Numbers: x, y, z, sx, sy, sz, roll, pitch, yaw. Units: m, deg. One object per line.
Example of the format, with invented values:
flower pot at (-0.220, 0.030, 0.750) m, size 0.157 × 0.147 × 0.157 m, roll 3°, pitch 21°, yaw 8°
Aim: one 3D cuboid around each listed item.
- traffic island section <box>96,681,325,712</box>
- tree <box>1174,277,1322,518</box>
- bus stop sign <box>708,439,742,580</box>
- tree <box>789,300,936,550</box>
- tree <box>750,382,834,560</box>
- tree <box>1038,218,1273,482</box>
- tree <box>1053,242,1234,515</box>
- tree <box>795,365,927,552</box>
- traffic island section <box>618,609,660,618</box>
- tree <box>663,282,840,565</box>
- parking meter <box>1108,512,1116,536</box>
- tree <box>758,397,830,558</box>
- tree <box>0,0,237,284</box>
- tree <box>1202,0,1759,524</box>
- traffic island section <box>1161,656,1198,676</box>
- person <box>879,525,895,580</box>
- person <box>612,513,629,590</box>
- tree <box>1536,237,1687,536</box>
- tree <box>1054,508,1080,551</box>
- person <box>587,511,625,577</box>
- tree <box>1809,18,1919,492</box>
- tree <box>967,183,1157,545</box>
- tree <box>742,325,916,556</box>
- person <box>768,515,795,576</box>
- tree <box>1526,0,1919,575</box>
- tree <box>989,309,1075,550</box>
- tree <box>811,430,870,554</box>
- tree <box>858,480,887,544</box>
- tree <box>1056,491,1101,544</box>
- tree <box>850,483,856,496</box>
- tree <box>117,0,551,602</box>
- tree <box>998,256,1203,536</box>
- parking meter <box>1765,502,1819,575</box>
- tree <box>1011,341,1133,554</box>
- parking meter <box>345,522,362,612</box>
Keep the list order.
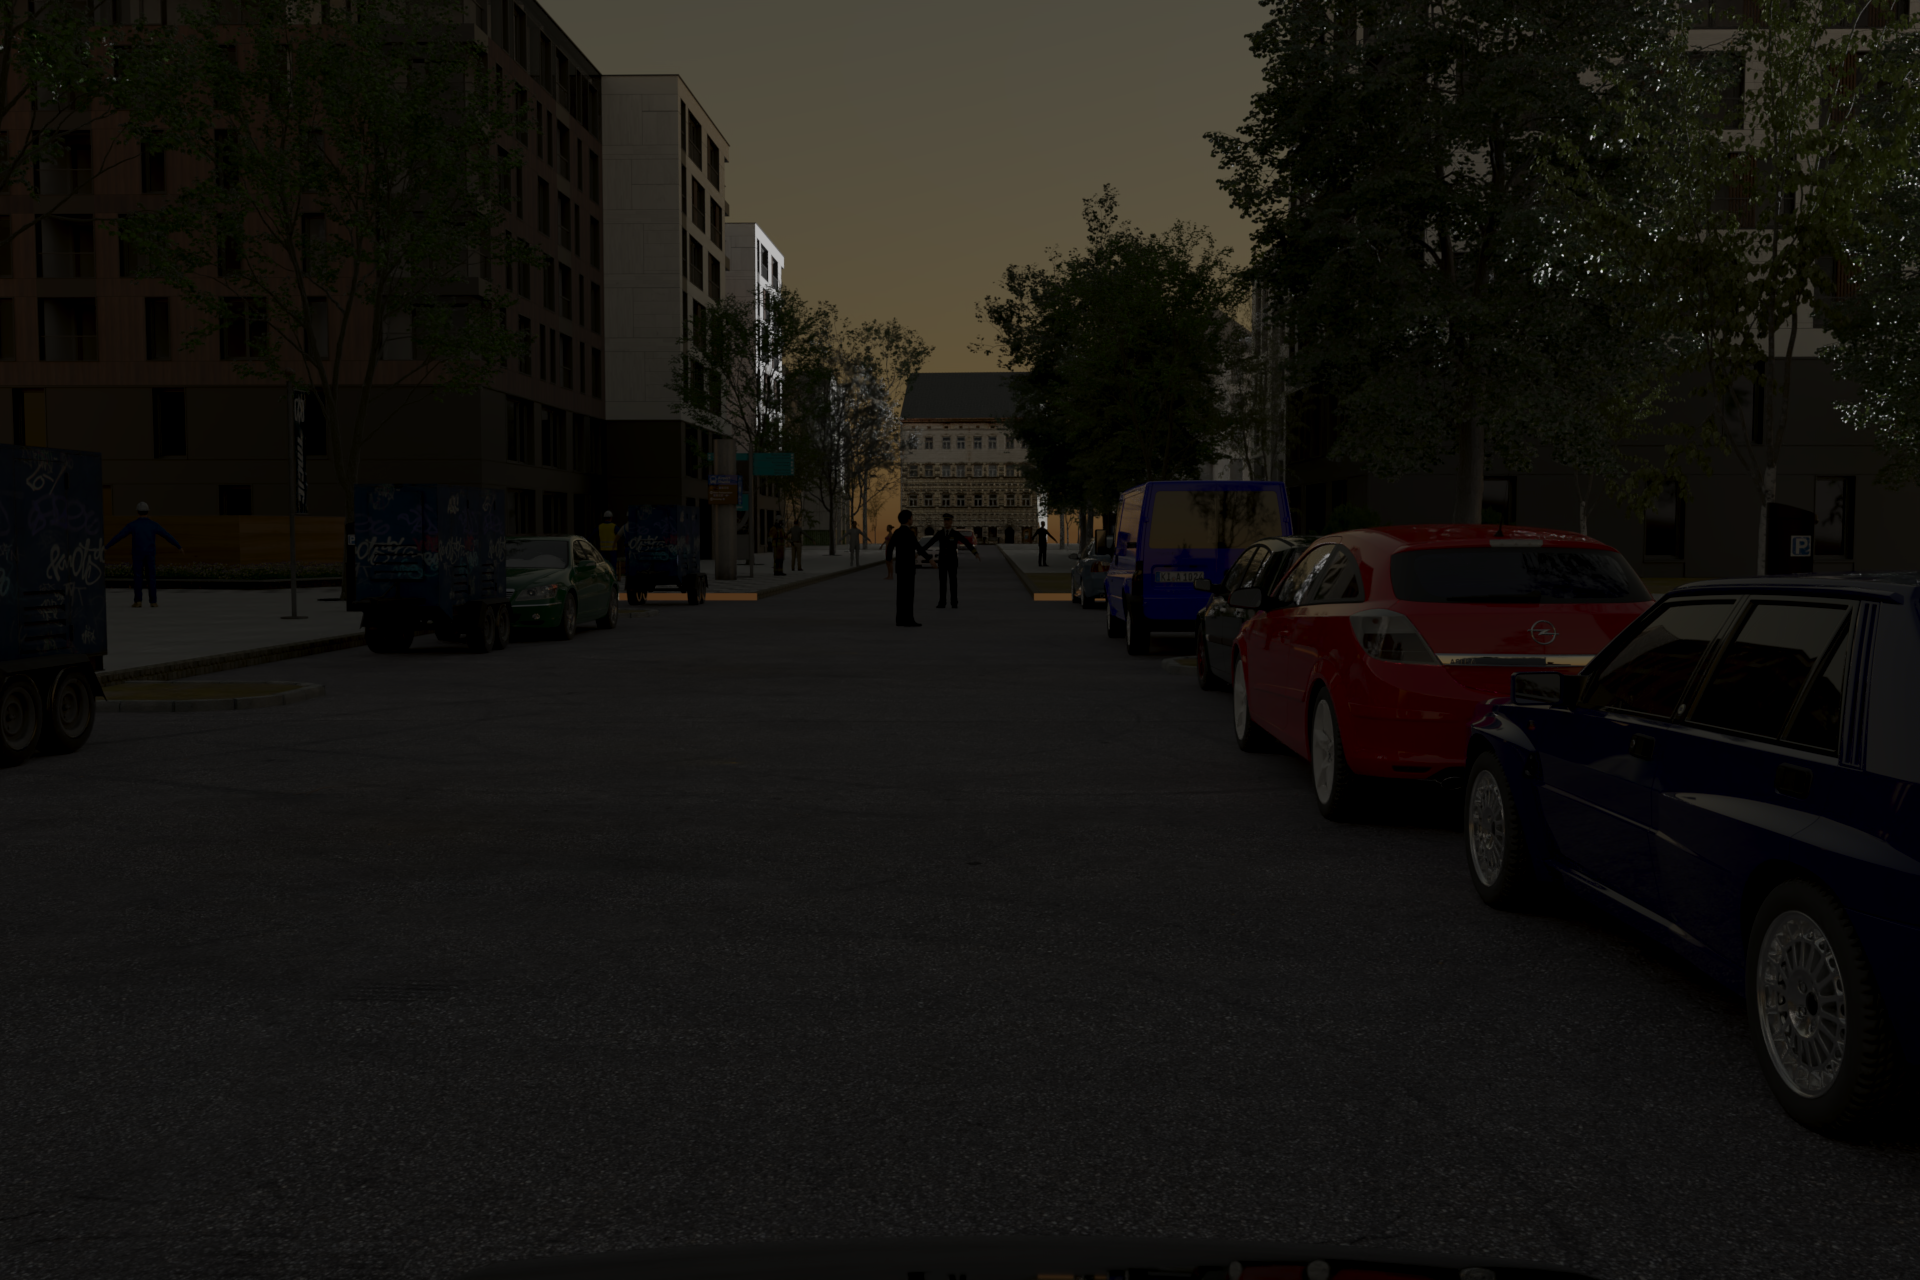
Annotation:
traffic island section at (-6.639, 0.486, 14.921) m, size 1.991 × 0.108 × 1.994 m, roll 0°, pitch 4°, yaw 1°
tree at (8.640, -6.057, 49.400) m, size 4.360 × 8.622 × 3.978 m, roll 0°, pitch 3°, yaw 0°
bus stop sign at (-6.555, -3.631, 48.386) m, size 0.837 × 3.901 × 0.837 m, roll 0°, pitch 4°, yaw 1°
tree at (-8.717, -17.440, 141.029) m, size 12.611 × 20.169 × 13.585 m, roll 0°, pitch 3°, yaw 0°
tree at (-8.710, -8.198, 84.396) m, size 4.360 × 8.622 × 3.978 m, roll 0°, pitch 3°, yaw 0°
tree at (6.656, -8.120, 58.521) m, size 9.928 × 11.665 × 9.643 m, roll 0°, pitch 3°, yaw 0°
tree at (7.214, -9.135, 67.488) m, size 7.486 × 12.596 × 7.792 m, roll 0°, pitch 3°, yaw 0°
tree at (-7.548, -13.001, 122.931) m, size 12.009 × 13.543 × 11.850 m, roll 0°, pitch 3°, yaw 0°
traffic island section at (-6.339, -0.454, 30.297) m, size 1.991 × 0.108 × 1.994 m, roll 0°, pitch 4°, yaw 1°
tree at (-8.503, -8.886, 71.034) m, size 9.928 × 11.665 × 9.643 m, roll 0°, pitch 3°, yaw 0°
parking meter at (4.048, -2.404, 45.021) m, size 0.399 × 1.863 × 0.255 m, roll 0°, pitch 4°, yaw 0°
tree at (-8.711, -8.617, 91.250) m, size 4.737 × 8.622 × 4.395 m, roll 0°, pitch 3°, yaw 0°
tree at (-12.686, -5.811, 20.765) m, size 9.928 × 11.665 × 9.643 m, roll 0°, pitch 3°, yaw 0°
tree at (9.167, -7.601, 30.939) m, size 9.857 × 13.997 × 8.962 m, roll 0°, pitch 3°, yaw 0°
traffic island section at (3.150, 0.284, 18.217) m, size 1.991 × 0.108 × 1.994 m, roll 0°, pitch 4°, yaw 1°
person at (-2.304, -2.782, 54.739) m, size 0.721 × 1.733 × 1.217 m, roll -1°, pitch 4°, yaw -22°
person at (-7.433, -2.051, 39.386) m, size 1.347 × 1.847 × 0.705 m, roll 2°, pitch 4°, yaw 30°
tree at (15.010, -5.563, 41.311) m, size 4.737 × 8.622 × 4.395 m, roll 0°, pitch 3°, yaw 0°
tree at (7.970, -10.935, 129.147) m, size 4.737 × 8.622 × 4.395 m, roll 0°, pitch 3°, yaw 0°
person at (-8.401, -2.170, 41.449) m, size 1.349 × 1.833 × 0.705 m, roll 0°, pitch 4°, yaw 7°
tree at (23.528, -8.028, 37.908) m, size 9.857 × 13.997 × 8.962 m, roll 0°, pitch 3°, yaw 0°
tree at (6.777, -14.701, 96.246) m, size 12.611 × 20.169 × 13.585 m, roll 0°, pitch 3°, yaw 0°
tree at (-7.768, -11.767, 102.756) m, size 12.009 × 13.543 × 11.850 m, roll 0°, pitch 3°, yaw 0°
person at (-5.552, -2.905, 53.271) m, size 0.705 × 1.858 × 1.354 m, roll 2°, pitch 4°, yaw 28°
tree at (8.798, -4.208, 19.159) m, size 4.737 × 8.622 × 4.395 m, roll 0°, pitch 3°, yaw 0°
tree at (8.649, -17.586, 143.413) m, size 12.611 × 20.169 × 13.585 m, roll 0°, pitch 3°, yaw 0°
tree at (-8.296, -9.980, 113.539) m, size 4.360 × 8.622 × 3.978 m, roll 0°, pitch 3°, yaw 0°
tree at (-11.217, -17.328, 233.673) m, size 4.360 × 8.622 × 3.978 m, roll 0°, pitch 3°, yaw 0°
tree at (16.115, -18.146, 231.103) m, size 7.601 × 10.594 × 8.767 m, roll 0°, pitch 4°, yaw 7°
tree at (-19.257, -20.120, 235.610) m, size 9.857 × 13.997 × 8.962 m, roll 0°, pitch 3°, yaw 0°
tree at (-11.681, -6.546, 32.778) m, size 9.928 × 11.665 × 9.643 m, roll 0°, pitch 3°, yaw 0°
tree at (6.557, -10.466, 77.777) m, size 9.857 × 13.997 × 8.962 m, roll 0°, pitch 3°, yaw 0°
parking meter at (6.612, -0.330, 13.807) m, size 0.372 × 1.533 × 0.369 m, roll 0°, pitch 3°, yaw 0°
tree at (7.925, -12.509, 111.170) m, size 9.857 × 13.997 × 8.962 m, roll 0°, pitch 3°, yaw 0°
parking meter at (-9.999, -1.243, 28.731) m, size 0.372 × 1.533 × 0.369 m, roll 0°, pitch 3°, yaw 0°
